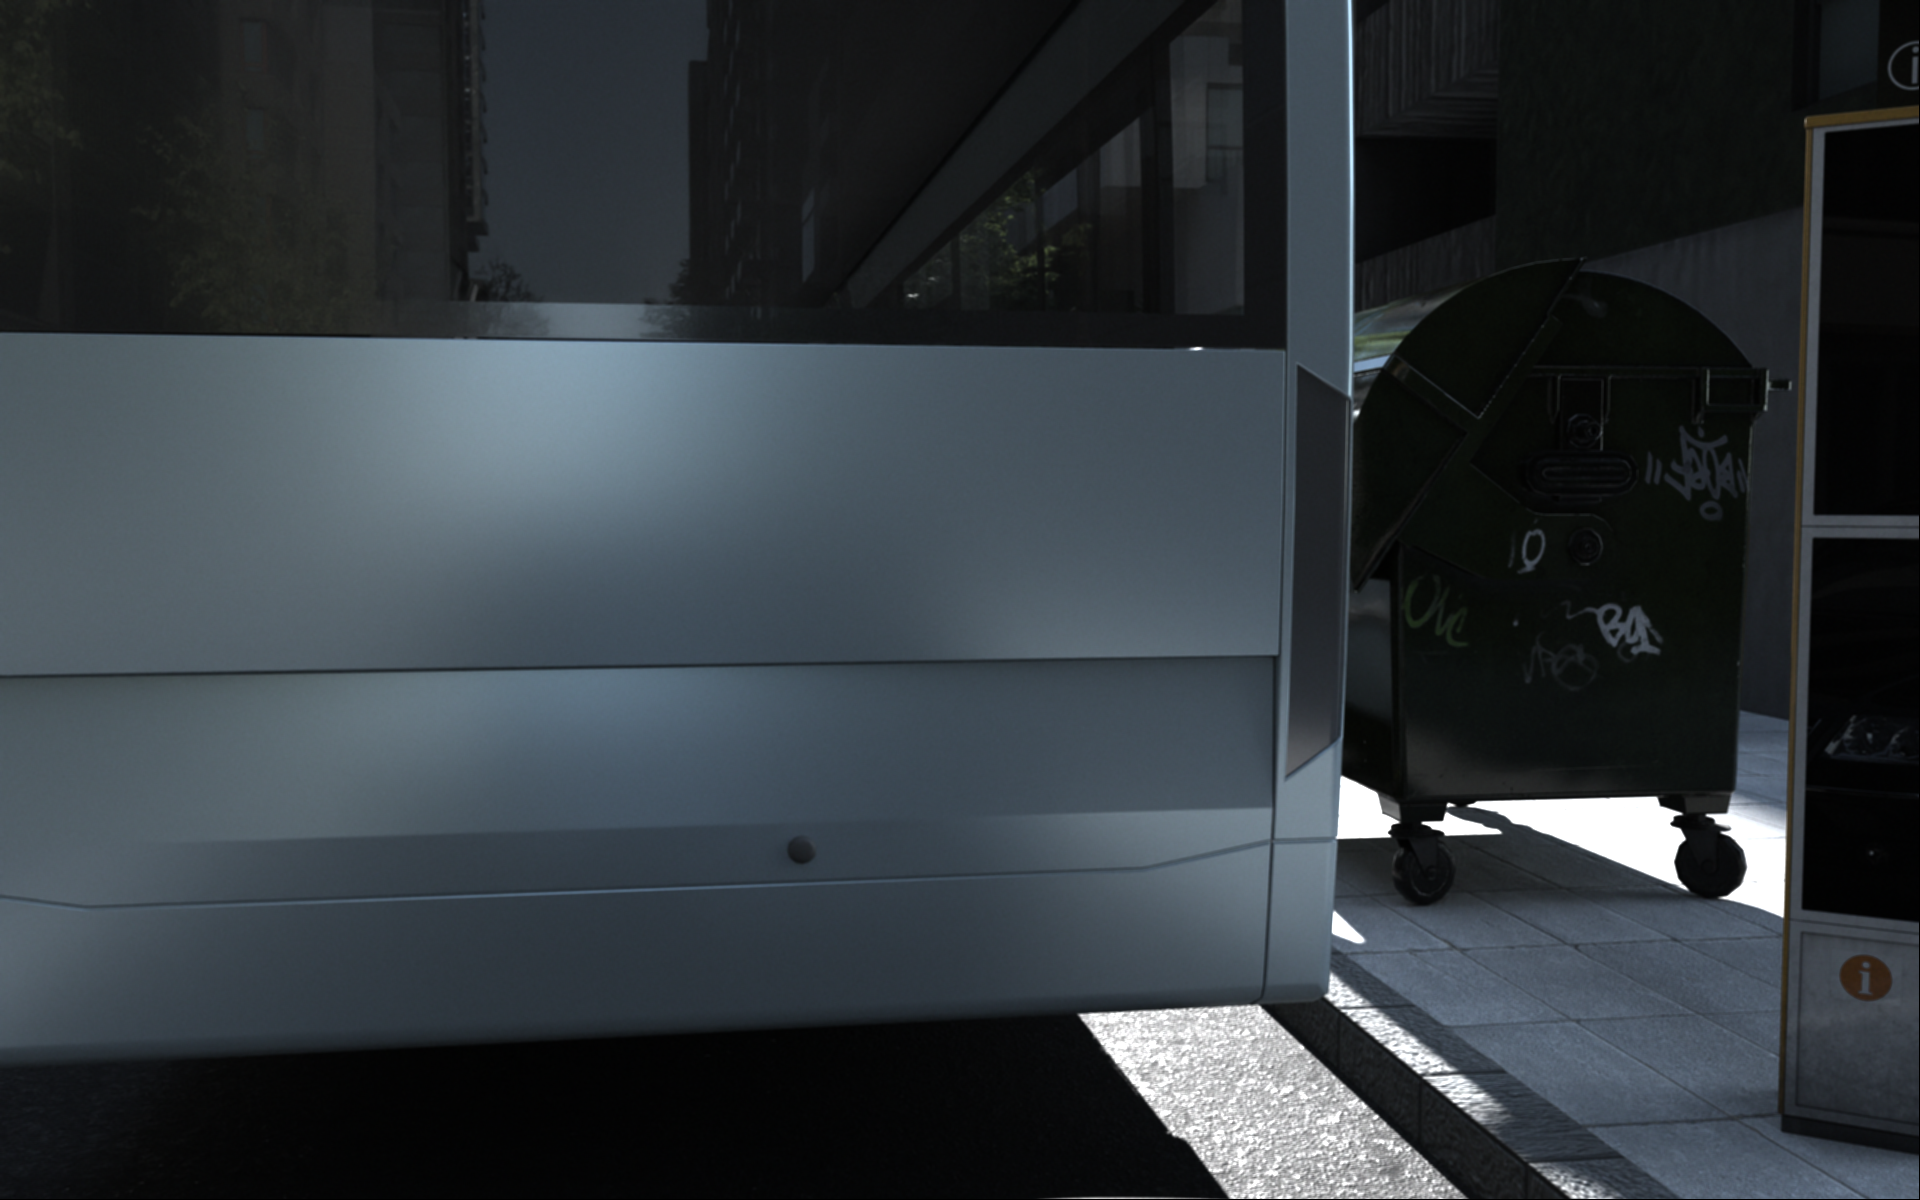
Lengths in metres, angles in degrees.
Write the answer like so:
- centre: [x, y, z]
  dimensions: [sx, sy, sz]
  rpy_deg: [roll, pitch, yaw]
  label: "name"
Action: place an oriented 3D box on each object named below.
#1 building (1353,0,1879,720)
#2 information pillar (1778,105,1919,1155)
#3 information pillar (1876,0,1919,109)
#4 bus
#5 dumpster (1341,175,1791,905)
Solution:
- centre: [10.785, -14.927, 15.752]
  dimensions: [14.160, 30.474, 14.107]
  rpy_deg: [-1, 4, -8]
  label: "building"
- centre: [1.845, 0.062, 3.473]
  dimensions: [0.304, 2.012, 0.304]
  rpy_deg: [2, 4, 30]
  label: "information pillar"
- centre: [4.056, -0.973, 7.266]
  dimensions: [0.504, 3.616, 0.183]
  rpy_deg: [2, 4, 25]
  label: "information pillar"
- centre: [-1.644, -0.891, 9.429]
  dimensions: [2.948, 3.499, 13.247]
  rpy_deg: [-1, 4, -10]
  label: "bus"
- centre: [1.743, -0.225, 6.180]
  dimensions: [1.502, 2.255, 1.985]
  rpy_deg: [-1, 4, -8]
  label: "dumpster"
